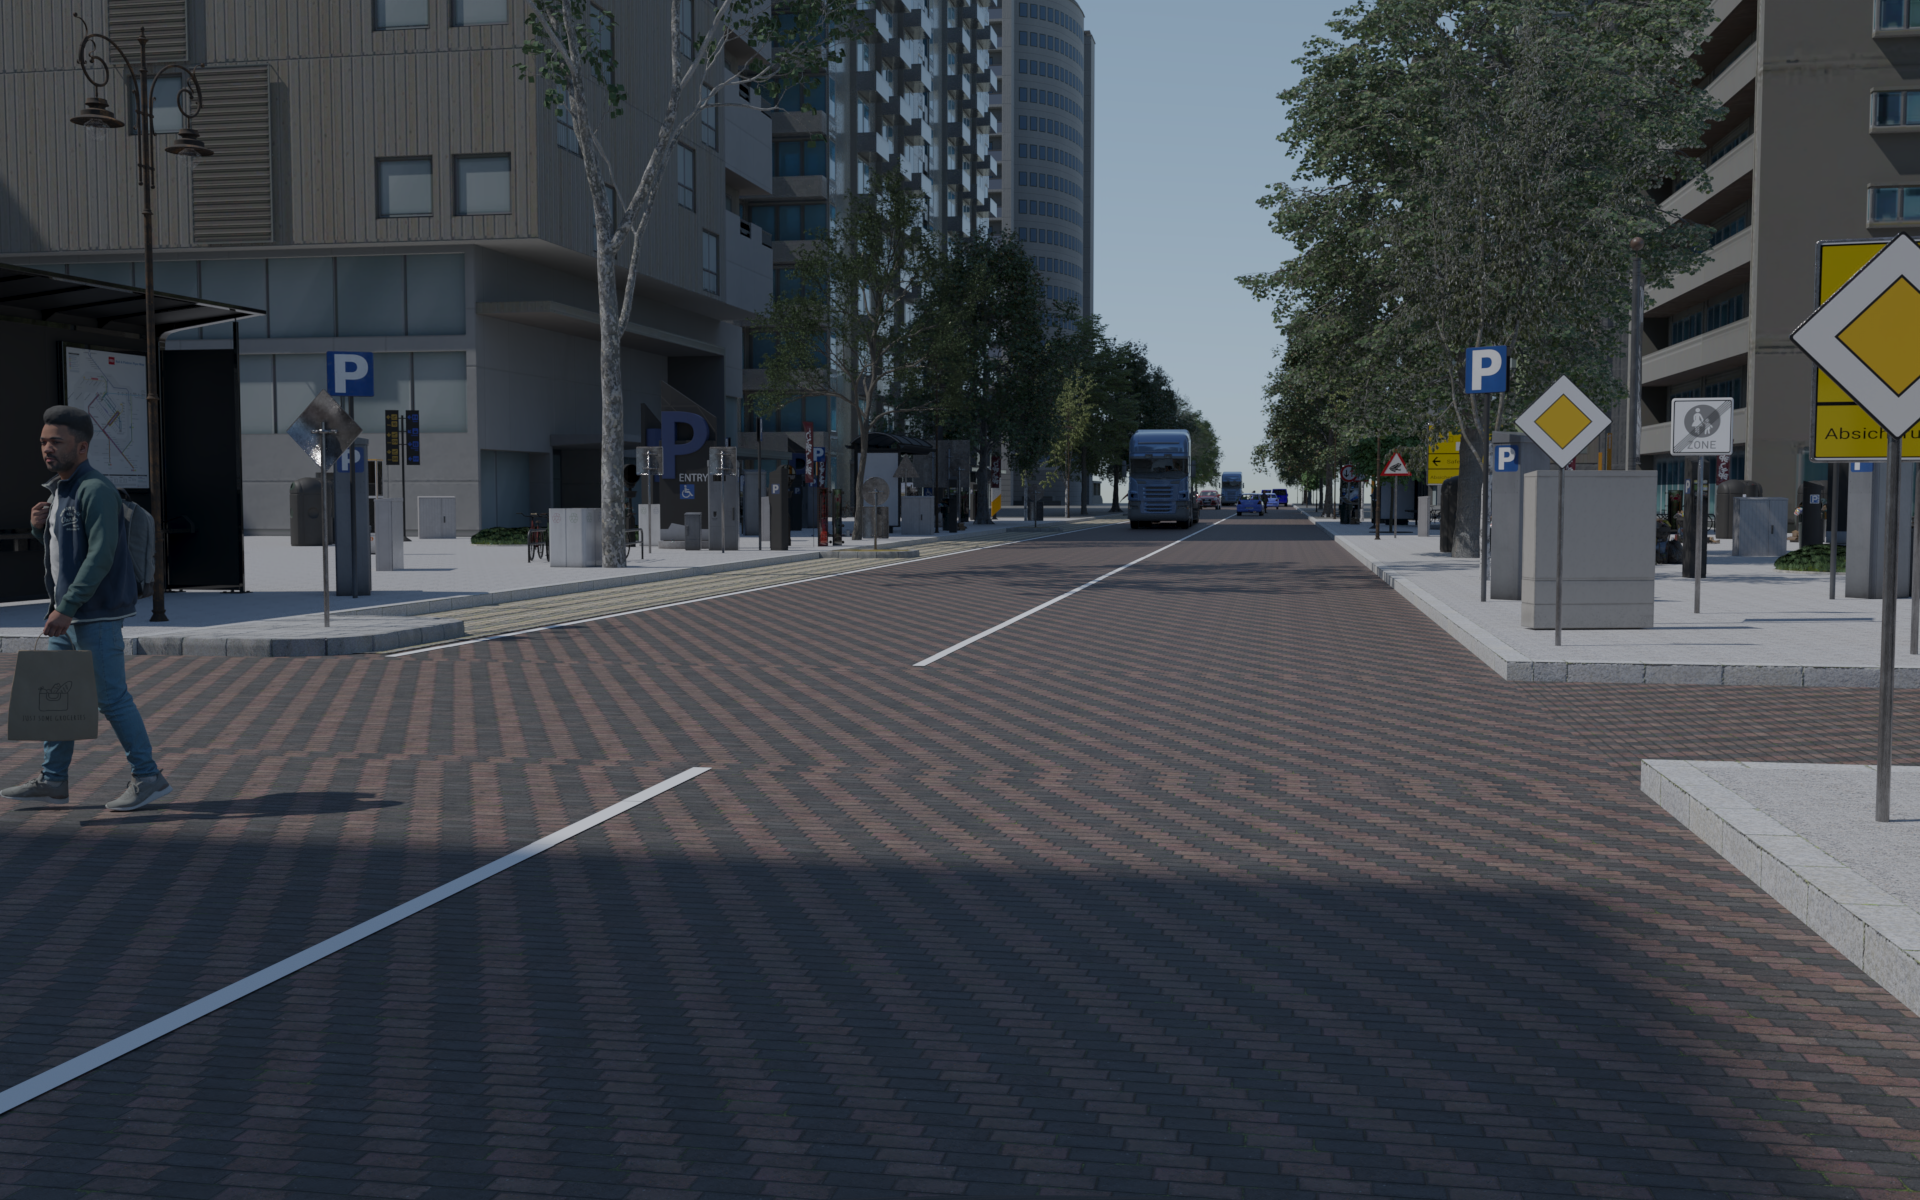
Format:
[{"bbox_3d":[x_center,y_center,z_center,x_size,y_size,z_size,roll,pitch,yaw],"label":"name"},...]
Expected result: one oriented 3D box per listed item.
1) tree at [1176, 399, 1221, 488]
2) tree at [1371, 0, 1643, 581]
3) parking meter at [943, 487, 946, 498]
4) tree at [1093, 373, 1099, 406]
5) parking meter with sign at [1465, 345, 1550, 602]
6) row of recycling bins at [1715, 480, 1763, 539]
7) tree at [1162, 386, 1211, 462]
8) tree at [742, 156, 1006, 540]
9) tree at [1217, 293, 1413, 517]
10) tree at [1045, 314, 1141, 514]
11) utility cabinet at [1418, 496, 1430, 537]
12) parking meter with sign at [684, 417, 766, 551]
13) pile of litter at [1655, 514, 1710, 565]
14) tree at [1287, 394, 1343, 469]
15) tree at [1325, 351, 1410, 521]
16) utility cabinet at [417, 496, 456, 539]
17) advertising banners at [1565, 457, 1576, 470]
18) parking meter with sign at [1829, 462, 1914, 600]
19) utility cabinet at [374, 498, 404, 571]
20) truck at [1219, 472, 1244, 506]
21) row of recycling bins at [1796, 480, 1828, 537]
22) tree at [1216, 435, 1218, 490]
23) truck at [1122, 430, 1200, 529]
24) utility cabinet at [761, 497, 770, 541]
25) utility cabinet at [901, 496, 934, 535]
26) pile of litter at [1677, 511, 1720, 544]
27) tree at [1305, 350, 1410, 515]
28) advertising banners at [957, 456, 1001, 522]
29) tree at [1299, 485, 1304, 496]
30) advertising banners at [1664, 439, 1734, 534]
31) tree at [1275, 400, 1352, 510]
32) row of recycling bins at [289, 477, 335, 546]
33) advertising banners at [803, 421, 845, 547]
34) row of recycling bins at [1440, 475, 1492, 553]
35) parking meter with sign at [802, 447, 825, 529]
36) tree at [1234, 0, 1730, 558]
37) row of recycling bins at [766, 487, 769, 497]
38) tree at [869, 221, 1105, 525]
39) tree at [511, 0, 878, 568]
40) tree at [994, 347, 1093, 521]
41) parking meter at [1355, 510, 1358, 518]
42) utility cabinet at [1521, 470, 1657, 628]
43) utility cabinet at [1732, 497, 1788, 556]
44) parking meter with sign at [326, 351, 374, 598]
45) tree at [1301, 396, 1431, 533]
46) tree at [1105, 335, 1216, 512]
[{"bbox_3d":[26.125,-17.675,207.108,7.486,12.596,7.792,0,3,0],"label":"tree"},{"bbox_3d":[7.888,-4.607,25.692,4.360,8.622,3.978,0,3,0],"label":"tree"},{"bbox_3d":[-0.816,-4.696,82.487,0.399,1.863,0.255,2,4,34],"label":"parking meter"},{"bbox_3d":[5.796,-8.939,96.508,4.737,8.622,4.395,0,3,0],"label":"tree"},{"bbox_3d":[6.860,-1.518,21.084,1.738,3.016,0.543,-3,5,-41],"label":"parking meter with sign"},{"bbox_3d":[22.752,-2.662,50.643,1.069,1.692,3.534,2,4,32],"label":"row of recycling bins"},{"bbox_3d":[21.505,-16.735,183.990,12.009,13.543,11.850,0,3,0],"label":"tree"},{"bbox_3d":[-2.560,-6.939,47.863,7.601,10.594,8.767,1,4,20],"label":"tree"},{"bbox_3d":[20.454,-10.899,95.212,9.611,12.733,9.660,0,3,0],"label":"tree"},{"bbox_3d":[7.745,-11.661,108.790,7.486,12.596,7.792,0,3,0],"label":"tree"},{"bbox_3d":[14.050,-2.526,52.462,0.306,1.237,1.020,1,4,19],"label":"utility cabinet"},{"bbox_3d":[-5.376,-2.634,39.319,1.738,3.016,0.543,0,4,-2],"label":"parking meter with sign"},{"bbox_3d":[12.581,-1.091,31.797,1.719,0.858,1.176,-1,4,-16],"label":"pile of litter"},{"bbox_3d":[27.938,-12.062,131.622,7.601,10.594,8.767,3,5,41],"label":"tree"},{"bbox_3d":[19.453,-8.079,82.460,4.737,8.622,4.395,0,3,0],"label":"tree"},{"bbox_3d":[-15.014,-2.358,49.714,1.020,1.237,0.306,-2,4,-24],"label":"utility cabinet"},{"bbox_3d":[18.759,-3.599,55.027,0.090,3.025,2.074,-2,4,-30],"label":"advertising banners"},{"bbox_3d":[11.363,-1.532,21.317,1.738,3.016,0.543,-2,4,-24],"label":"parking meter with sign"},{"bbox_3d":[-9.643,-1.106,29.247,0.306,1.237,1.020,0,4,-8],"label":"utility cabinet"},{"bbox_3d":[33.690,-13.648,212.902,2.967,4.110,18.799,1,4,11],"label":"truck"},{"bbox_3d":[26.347,-2.825,53.302,1.069,1.692,3.534,1,4,20],"label":"row of recycling bins"},{"bbox_3d":[16.290,-14.257,150.110,9.611,12.733,9.660,0,3,0],"label":"tree"},{"bbox_3d":[9.380,-5.411,78.233,2.967,4.110,18.799,1,4,9],"label":"truck"},{"bbox_3d":[-5.238,-2.217,47.406,0.306,1.237,1.020,0,4,2],"label":"utility cabinet"},{"bbox_3d":[-1.334,-2.652,54.518,1.020,1.237,0.306,1,4,22],"label":"utility cabinet"},{"bbox_3d":[19.136,-1.914,45.266,1.176,0.858,1.719,0,4,1],"label":"pile of litter"},{"bbox_3d":[23.604,-11.031,106.109,9.928,11.665,9.643,0,3,0],"label":"tree"},{"bbox_3d":[0.900,-5.085,79.323,2.074,3.025,0.090,0,4,-5],"label":"advertising banners"},{"bbox_3d":[47.689,-17.667,239.214,4.737,8.622,4.395,0,3,0],"label":"tree"},{"bbox_3d":[23.543,-3.607,55.161,2.074,3.025,0.090,0,4,5],"label":"advertising banners"},{"bbox_3d":[30.027,-13.806,143.853,7.486,12.596,7.792,0,3,0],"label":"tree"},{"bbox_3d":[-16.423,-2.260,44.062,1.069,1.692,3.534,-1,4,-16],"label":"row of recycling bins"},{"bbox_3d":[-3.339,-2.822,42.321,0.090,3.025,2.074,2,4,24],"label":"advertising banners"},{"bbox_3d":[11.961,-1.962,39.196,3.534,1.692,1.069,-3,5,-44],"label":"row of recycling bins"},{"bbox_3d":[-5.605,-4.199,64.917,0.543,3.016,1.738,-2,4,-24],"label":"parking meter with sign"},{"bbox_3d":[10.192,-7.827,34.633,9.857,13.997,8.962,0,3,0],"label":"tree"},{"bbox_3d":[-11.164,-5.221,92.483,1.069,1.692,3.534,1,4,20],"label":"row of recycling bins"},{"bbox_3d":[0.974,-9.534,72.884,9.611,12.733,9.660,0,3,0],"label":"tree"},{"bbox_3d":[-5.025,-10.559,28.536,12.611,20.169,13.585,0,3,0],"label":"tree"},{"bbox_3d":[3.371,-8.098,82.767,4.737,8.622,4.395,0,3,0],"label":"tree"},{"bbox_3d":[19.873,-4.803,86.941,0.372,1.533,0.369,0,3,0],"label":"parking meter"},{"bbox_3d":[5.959,-0.474,16.432,1.173,1.500,0.318,0,4,-5],"label":"utility cabinet"},{"bbox_3d":[16.559,-1.509,35.842,1.020,1.237,0.306,0,4,-1],"label":"utility cabinet"},{"bbox_3d":[-7.720,-1.576,22.030,0.543,3.016,1.738,-1,4,-19],"label":"parking meter with sign"},{"bbox_3d":[14.298,-4.507,57.409,4.285,4.588,4.351,0,3,0],"label":"tree"},{"bbox_3d":[11.345,-12.705,124.739,9.611,12.733,9.660,0,3,0],"label":"tree"}]
